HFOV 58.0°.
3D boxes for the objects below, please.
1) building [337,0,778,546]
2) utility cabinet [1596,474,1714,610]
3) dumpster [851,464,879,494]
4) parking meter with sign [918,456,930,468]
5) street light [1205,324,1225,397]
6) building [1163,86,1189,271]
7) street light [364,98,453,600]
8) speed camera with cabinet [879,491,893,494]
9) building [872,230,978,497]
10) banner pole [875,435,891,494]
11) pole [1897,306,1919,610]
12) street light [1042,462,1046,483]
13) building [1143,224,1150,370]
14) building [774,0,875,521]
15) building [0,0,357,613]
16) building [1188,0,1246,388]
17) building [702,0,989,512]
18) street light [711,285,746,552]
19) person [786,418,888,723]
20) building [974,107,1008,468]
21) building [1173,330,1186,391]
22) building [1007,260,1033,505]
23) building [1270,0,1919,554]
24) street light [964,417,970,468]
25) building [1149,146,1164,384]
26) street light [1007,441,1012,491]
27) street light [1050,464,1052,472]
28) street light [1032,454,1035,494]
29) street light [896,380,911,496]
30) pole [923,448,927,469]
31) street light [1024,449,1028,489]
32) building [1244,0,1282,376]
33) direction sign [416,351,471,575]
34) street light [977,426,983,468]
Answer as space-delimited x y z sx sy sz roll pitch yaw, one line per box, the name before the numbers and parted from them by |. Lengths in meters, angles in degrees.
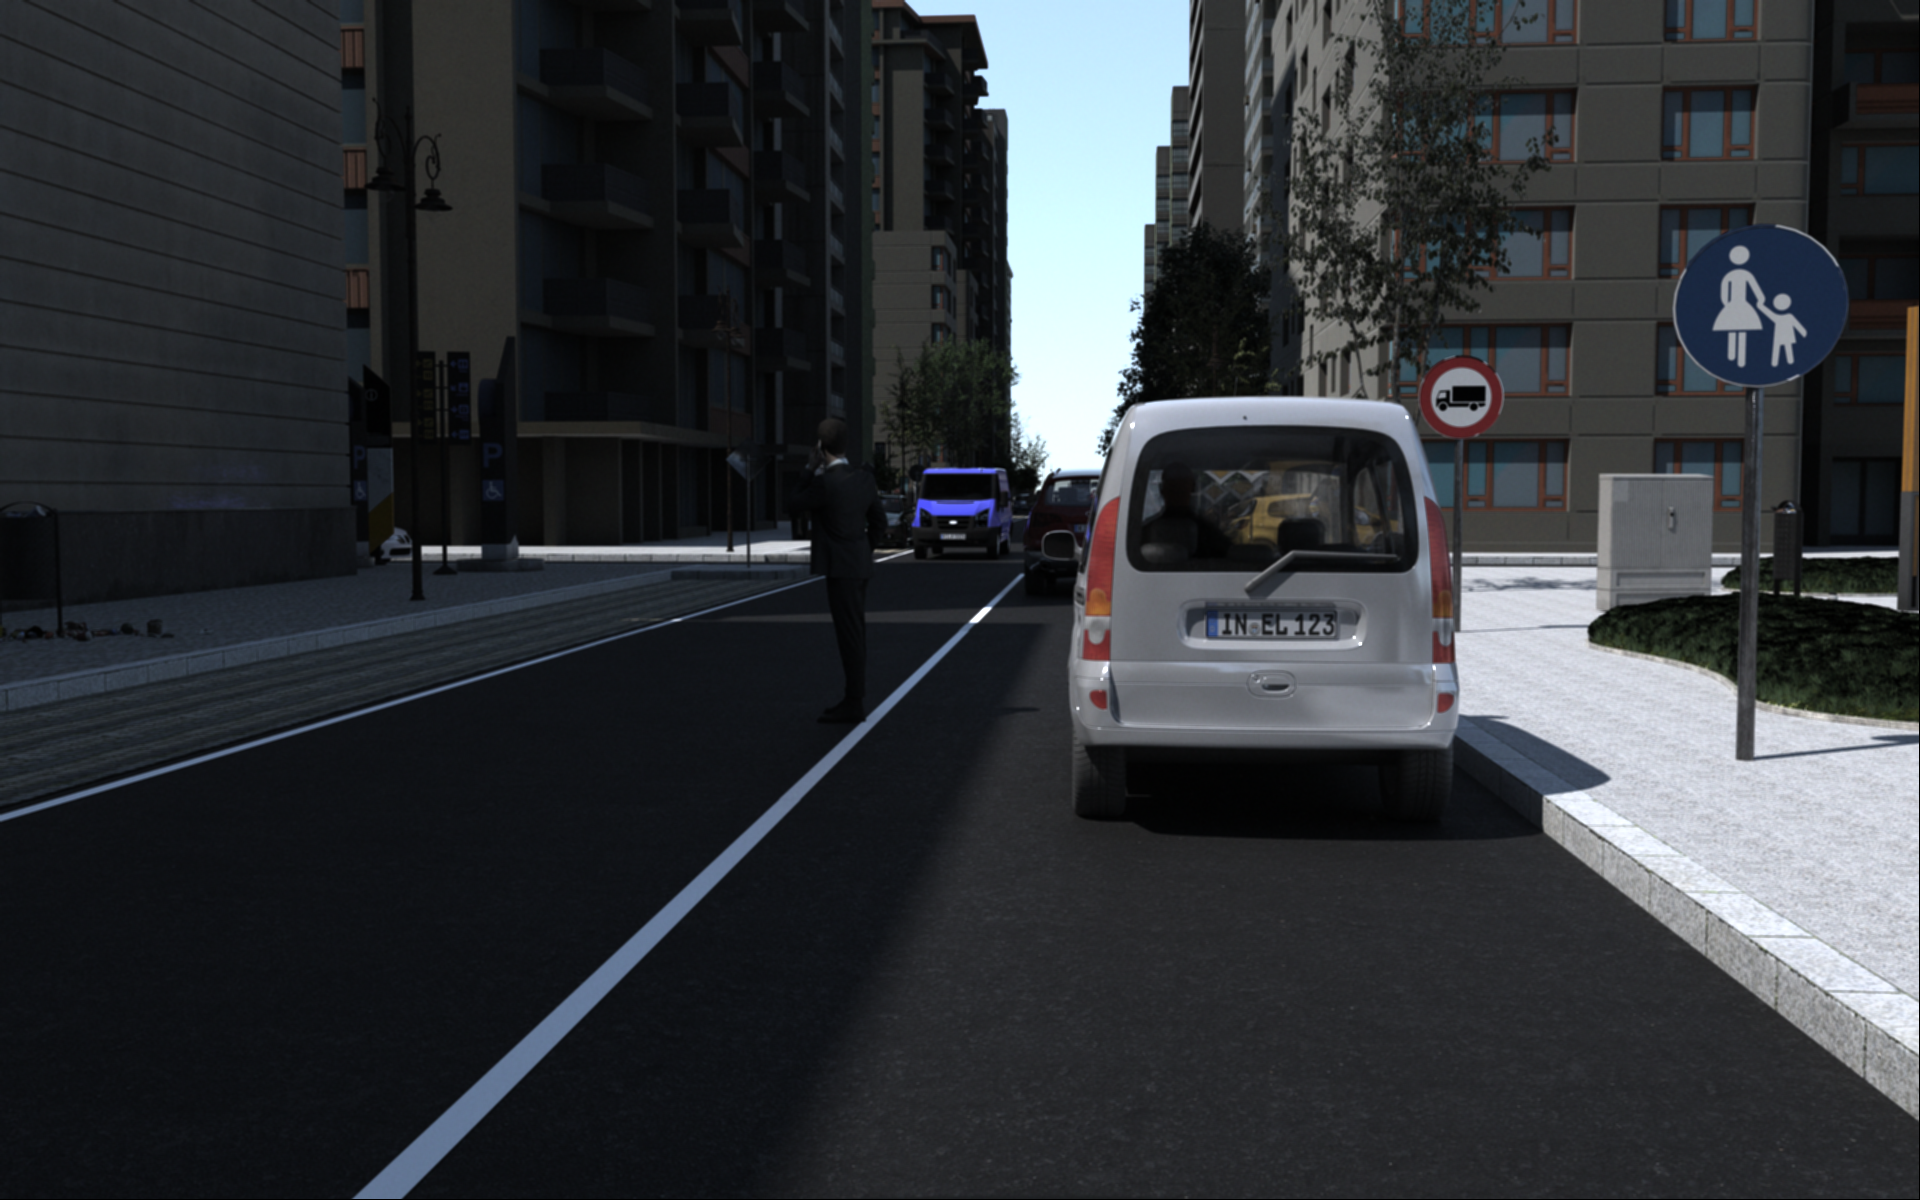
building | -17.015 -24.492 55.072 22.147 44.769 28.867 0 4 5
utility cabinet | 7.568 -0.622 18.850 1.173 1.500 0.318 -1 4 -8
dumpster | -3.524 -3.313 56.655 1.502 2.255 1.985 0 4 5
parking meter with sign | -1.524 -4.974 77.592 0.543 3.016 1.738 0 4 -6
street light | 6.926 -4.550 47.172 0.468 5.910 1.993 0 4 5
building | 28.330 -30.150 176.548 14.154 41.232 14.086 0 4 5
street light | -6.563 -2.935 20.779 0.468 5.910 1.993 0 4 5
speed camera with cabinet | -4.685 -7.106 110.525 0.660 3.252 2.038 2 4 32
building | -13.509 -17.386 129.294 27.650 21.520 28.899 0 4 5
banner pole | -3.219 -5.095 73.325 0.863 3.779 0.401 0 4 5
pole | 10.427 -1.535 18.941 0.158 3.312 0.155 0 3 0
street light | 11.119 -15.741 230.149 0.468 5.910 1.993 0 4 5
building | 34.845 -35.438 263.000 14.154 41.232 14.086 0 4 5
building | -12.046 -24.537 84.769 14.154 41.232 14.086 0 4 5
building | -22.107 -13.748 22.043 25.104 27.353 12.463 0 4 5
building | 28.169 -30.889 128.743 21.300 48.544 21.600 0 4 5
building | -8.921 -30.789 158.030 22.147 44.769 28.867 0 4 5
street light | -5.116 -4.013 38.393 0.468 5.910 1.993 0 4 5
person | -0.784 -0.187 10.922 0.474 1.900 0.648 2 4 24
building | -2.459 -30.313 179.212 14.154 41.232 14.086 0 4 5
building | 32.702 -18.973 155.255 27.650 21.520 28.899 0 4 5
building | -4.915 -34.825 261.272 32.217 40.220 23.993 0 4 5
building | 24.839 -12.532 49.946 28.899 21.520 27.650 0 4 5
street light | 0.385 -7.915 102.196 0.468 5.910 1.993 0 4 5
building | 30.093 -31.930 205.647 14.154 41.232 14.086 0 4 5
street light | 4.169 -10.667 147.199 0.468 5.910 1.993 0 4 5
street light | 13.799 -17.692 262.056 0.468 5.910 1.993 0 4 5
street light | 8.392 -13.758 197.735 0.468 5.910 1.993 0 4 5
street light | -2.295 -5.963 70.289 0.468 5.910 1.993 0 4 5
pole | -1.537 -5.035 76.170 0.158 3.312 0.155 0 3 0
street light | 6.873 -12.619 179.104 0.468 5.910 1.993 0 4 5
building | 28.460 -24.643 94.787 32.217 40.220 23.993 0 4 5
direction sign | -8.236 -2.177 27.597 0.876 3.537 0.379 -1 4 -11
street light | 1.358 -8.717 115.302 0.468 5.910 1.993 0 4 5
